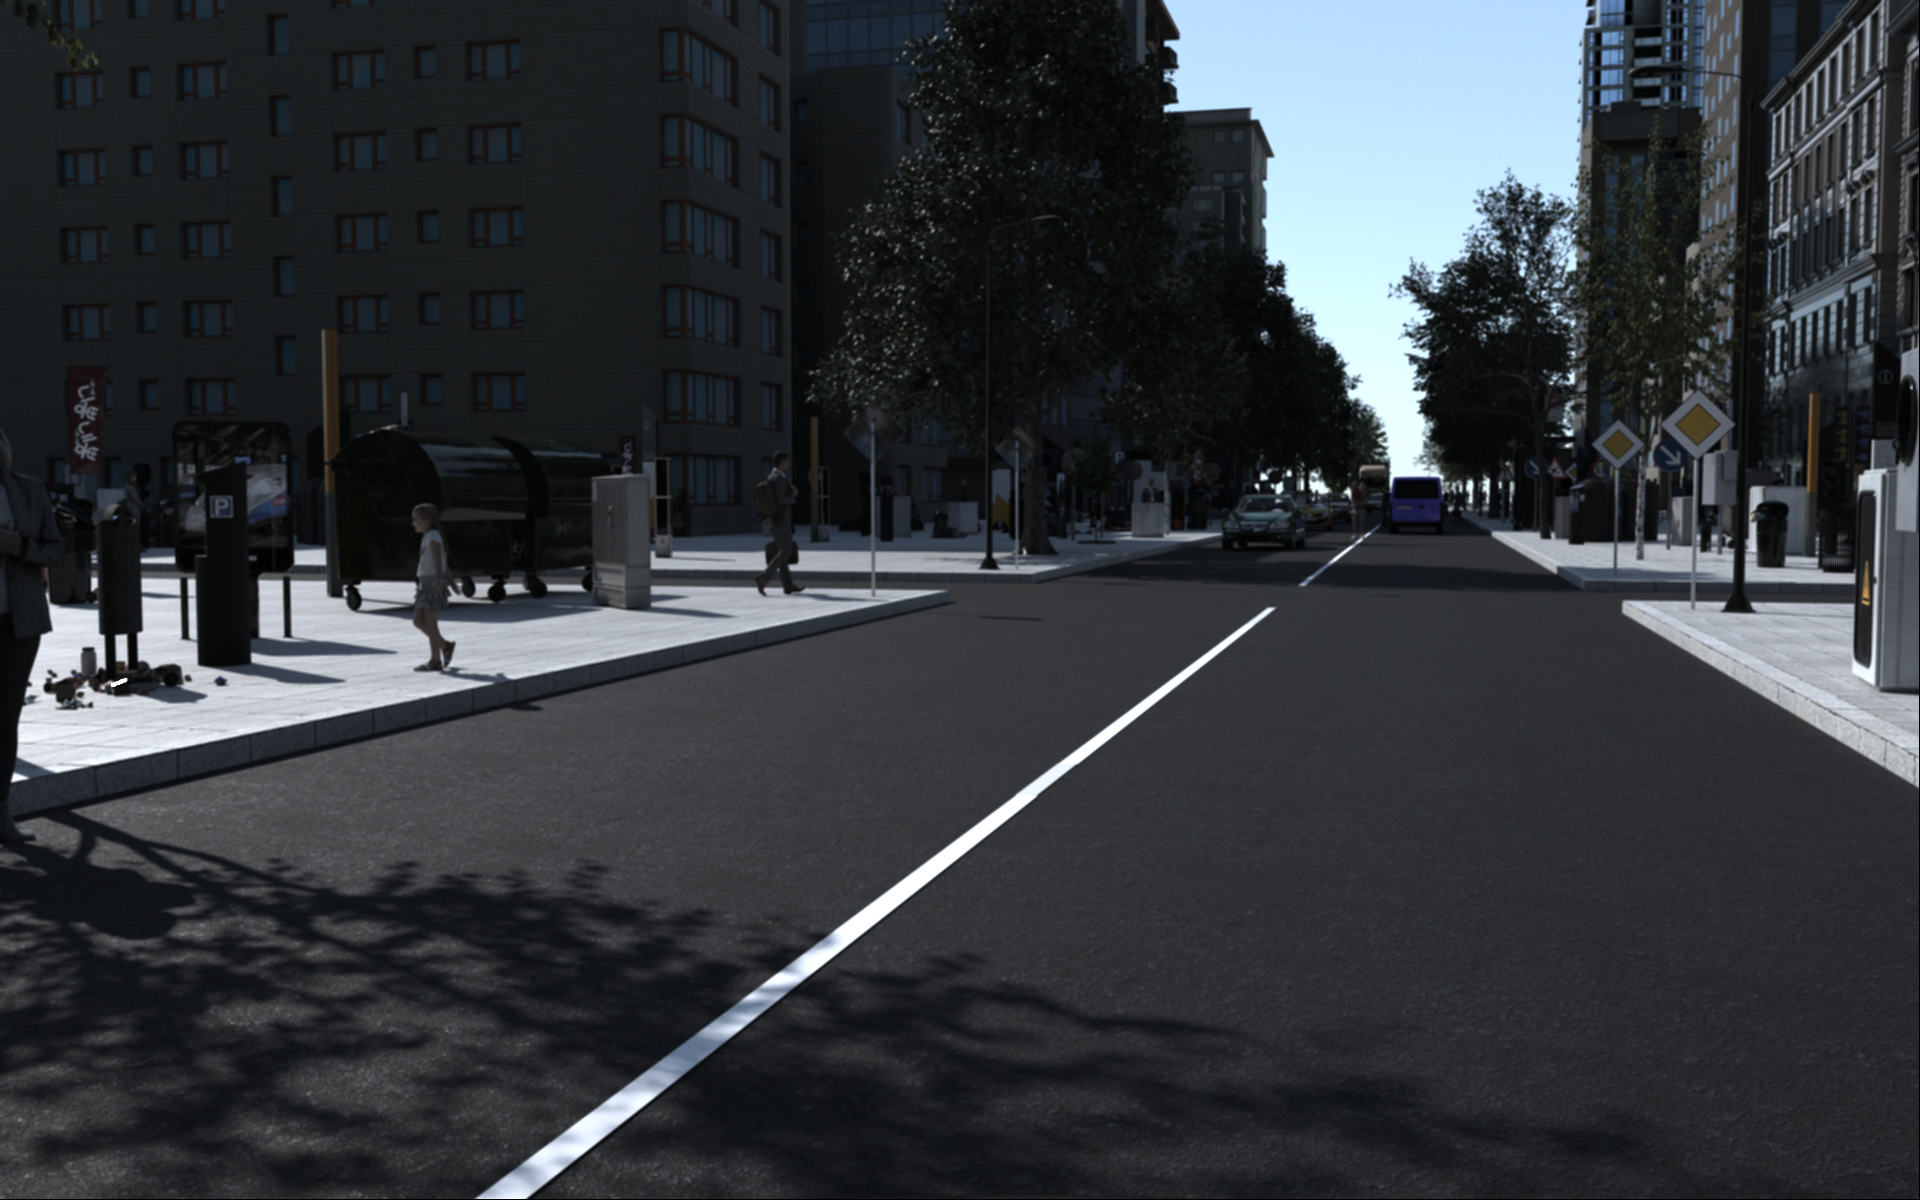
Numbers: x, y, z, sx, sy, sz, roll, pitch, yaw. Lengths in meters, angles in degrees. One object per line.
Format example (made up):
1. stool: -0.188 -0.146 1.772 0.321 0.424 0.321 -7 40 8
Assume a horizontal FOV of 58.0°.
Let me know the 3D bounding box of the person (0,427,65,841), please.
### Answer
1. person: -3.905 0.101 7.030 0.537 1.800 0.526 -3 4 -38

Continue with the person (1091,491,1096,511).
1. person: 8.062 -5.928 103.507 0.519 1.759 0.362 -3 5 -40

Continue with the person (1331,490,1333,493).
1. person: 39.860 -10.970 185.499 0.705 1.812 1.348 1 4 12

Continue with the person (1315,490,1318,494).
1. person: 40.090 -11.467 194.061 0.750 1.759 0.617 0 4 8

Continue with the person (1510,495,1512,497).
1. person: 68.295 -12.514 213.914 1.065 1.426 0.557 0 4 2

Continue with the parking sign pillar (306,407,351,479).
1. parking sign pillar: -19.445 -3.970 53.378 1.447 3.967 1.447 -2 4 -24

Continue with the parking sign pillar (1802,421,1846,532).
1. parking sign pillar: 29.855 -4.367 59.866 1.447 3.967 1.447 -3 5 -42

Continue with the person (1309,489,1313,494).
1. person: 31.774 -9.188 156.981 1.217 1.743 0.721 2 4 28

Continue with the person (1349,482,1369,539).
1. person: 12.698 -2.863 55.290 0.580 1.828 0.573 -2 4 -23

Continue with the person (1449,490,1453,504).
1. person: 65.368 -13.723 230.544 0.705 1.807 1.348 3 4 38

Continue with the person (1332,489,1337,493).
1. person: 36.324 -9.911 168.186 1.348 1.812 0.705 0 4 -5

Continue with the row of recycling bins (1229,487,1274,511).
1. row of recycling bins: 15.703 -5.420 95.727 3.534 1.692 1.069 0 4 -8

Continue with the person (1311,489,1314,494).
1. person: 38.025 -11.112 187.688 1.348 1.831 0.705 1 4 19

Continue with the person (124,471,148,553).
1. person: -17.988 -1.932 37.898 0.520 1.790 0.573 3 4 36

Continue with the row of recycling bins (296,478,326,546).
1. row of recycling bins: -16.333 -2.283 44.438 1.069 1.692 3.534 -2 4 -31

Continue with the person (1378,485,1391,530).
1. person: 16.788 -3.633 68.326 0.534 1.772 0.576 1 4 12

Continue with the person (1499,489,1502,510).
1. person: 43.100 -8.048 138.454 0.721 1.723 1.217 2 4 30

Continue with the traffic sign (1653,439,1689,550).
1. traffic sign: 16.349 -2.434 39.896 0.768 2.556 0.104 1 4 23

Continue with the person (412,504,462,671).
1. person: -3.771 -0.092 12.558 0.382 1.210 0.505 -2 4 -26

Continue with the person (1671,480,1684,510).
1. person: 27.518 -3.685 66.477 0.721 1.800 0.419 -1 4 -13

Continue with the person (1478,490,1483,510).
1. person: 41.475 -7.981 138.003 0.415 1.643 0.593 2 4 27

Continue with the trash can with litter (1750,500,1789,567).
1. trash can with litter: 14.250 -1.170 30.518 0.624 1.170 1.055 2 4 25

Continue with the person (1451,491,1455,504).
1. person: 62.354 -12.978 218.937 1.217 1.736 0.721 -1 4 -18

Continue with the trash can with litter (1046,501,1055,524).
1. trash can with litter: 3.158 -3.075 61.663 1.055 1.170 0.624 3 5 42

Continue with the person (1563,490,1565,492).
1. person: 65.196 -11.090 186.998 0.705 1.869 1.348 -3 5 -44

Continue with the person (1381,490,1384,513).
1. person: 32.727 -7.617 133.749 0.721 1.736 1.217 -2 4 -24

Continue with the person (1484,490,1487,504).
1. person: 69.059 -13.556 228.209 0.617 1.759 0.750 -2 4 -32

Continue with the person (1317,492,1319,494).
1. person: 49.092 -14.177 238.352 0.721 1.766 1.217 3 5 40

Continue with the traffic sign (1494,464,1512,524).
1. traffic sign: 23.302 -4.531 74.089 0.884 2.594 0.081 1 4 21

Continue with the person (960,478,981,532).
1. person: 0.313 -3.145 57.676 0.699 1.804 1.509 2 4 27

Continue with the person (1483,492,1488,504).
1. person: 69.825 -13.695 230.749 1.217 1.735 0.721 -1 4 -11

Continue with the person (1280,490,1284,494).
1. person: 38.421 -12.224 206.360 0.683 1.767 0.568 3 4 38

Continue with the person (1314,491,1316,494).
1. person: 44.040 -12.713 214.579 1.217 1.739 0.721 -2 4 -27

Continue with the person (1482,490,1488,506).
1. person: 57.192 -11.243 189.875 1.348 1.824 0.705 2 4 34

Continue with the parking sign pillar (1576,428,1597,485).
1. parking sign pillar: 25.309 -4.984 69.968 1.447 3.967 1.447 0 4 5

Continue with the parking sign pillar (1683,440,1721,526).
1. parking sign pillar: 30.088 -5.002 70.256 1.447 3.967 1.447 1 4 10

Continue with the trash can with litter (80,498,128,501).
1. trash can with litter: -20.531 -1.866 41.893 0.624 1.170 1.055 3 5 40

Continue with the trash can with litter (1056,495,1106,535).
1. trash can with litter: 3.584 -2.711 55.376 2.233 1.210 1.678 3 4 37

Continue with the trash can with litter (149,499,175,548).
1. trash can with litter: -19.042 -1.837 41.422 1.055 1.170 0.624 2 4 25

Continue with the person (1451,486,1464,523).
1. person: 24.468 -4.685 85.071 0.822 1.834 0.622 -1 4 -15

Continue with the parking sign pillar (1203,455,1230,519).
1. parking sign pillar: 13.125 -6.128 88.666 1.447 3.967 1.447 1 4 14

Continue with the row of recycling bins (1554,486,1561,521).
1. row of recycling bins: 27.659 -4.634 82.871 1.069 1.692 3.534 -1 4 -9

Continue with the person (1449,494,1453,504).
1. person: 61.610 -12.773 218.074 0.799 1.438 0.628 1 4 20

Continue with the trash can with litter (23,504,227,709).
1. trash can with litter: -5.727 -0.017 11.334 1.678 1.210 2.233 -1 4 -10

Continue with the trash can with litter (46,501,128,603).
1. trash can with litter: -10.369 -0.560 20.547 0.624 1.170 1.055 2 4 33

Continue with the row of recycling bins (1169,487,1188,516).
1. row of recycling bins: 13.289 -5.697 100.257 3.534 1.692 1.069 0 4 7

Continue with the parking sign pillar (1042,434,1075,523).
1. parking sign pillar: 3.796 -5.179 73.149 1.447 3.967 1.447 2 4 29

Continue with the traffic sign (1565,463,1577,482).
1. traffic sign: 25.840 -4.470 72.816 0.795 2.593 0.064 1 4 22

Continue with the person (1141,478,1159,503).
1. person: 6.239 -3.117 57.189 0.721 1.800 0.419 -1 4 -10

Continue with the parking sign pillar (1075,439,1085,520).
1. parking sign pillar: 5.458 -5.921 85.278 1.447 3.967 1.447 -3 5 -41

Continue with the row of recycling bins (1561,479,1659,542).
1. row of recycling bins: 17.838 -2.447 47.126 3.534 1.692 1.069 -3 5 -41

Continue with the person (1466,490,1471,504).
1. person: 65.558 -13.259 223.268 0.568 1.767 0.683 2 4 28

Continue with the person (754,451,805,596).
1. person: -2.332 -0.983 22.083 0.822 1.834 0.622 -2 4 -35

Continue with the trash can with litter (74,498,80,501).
1. trash can with litter: -22.749 -2.048 44.873 0.624 1.170 1.055 -1 4 -15
